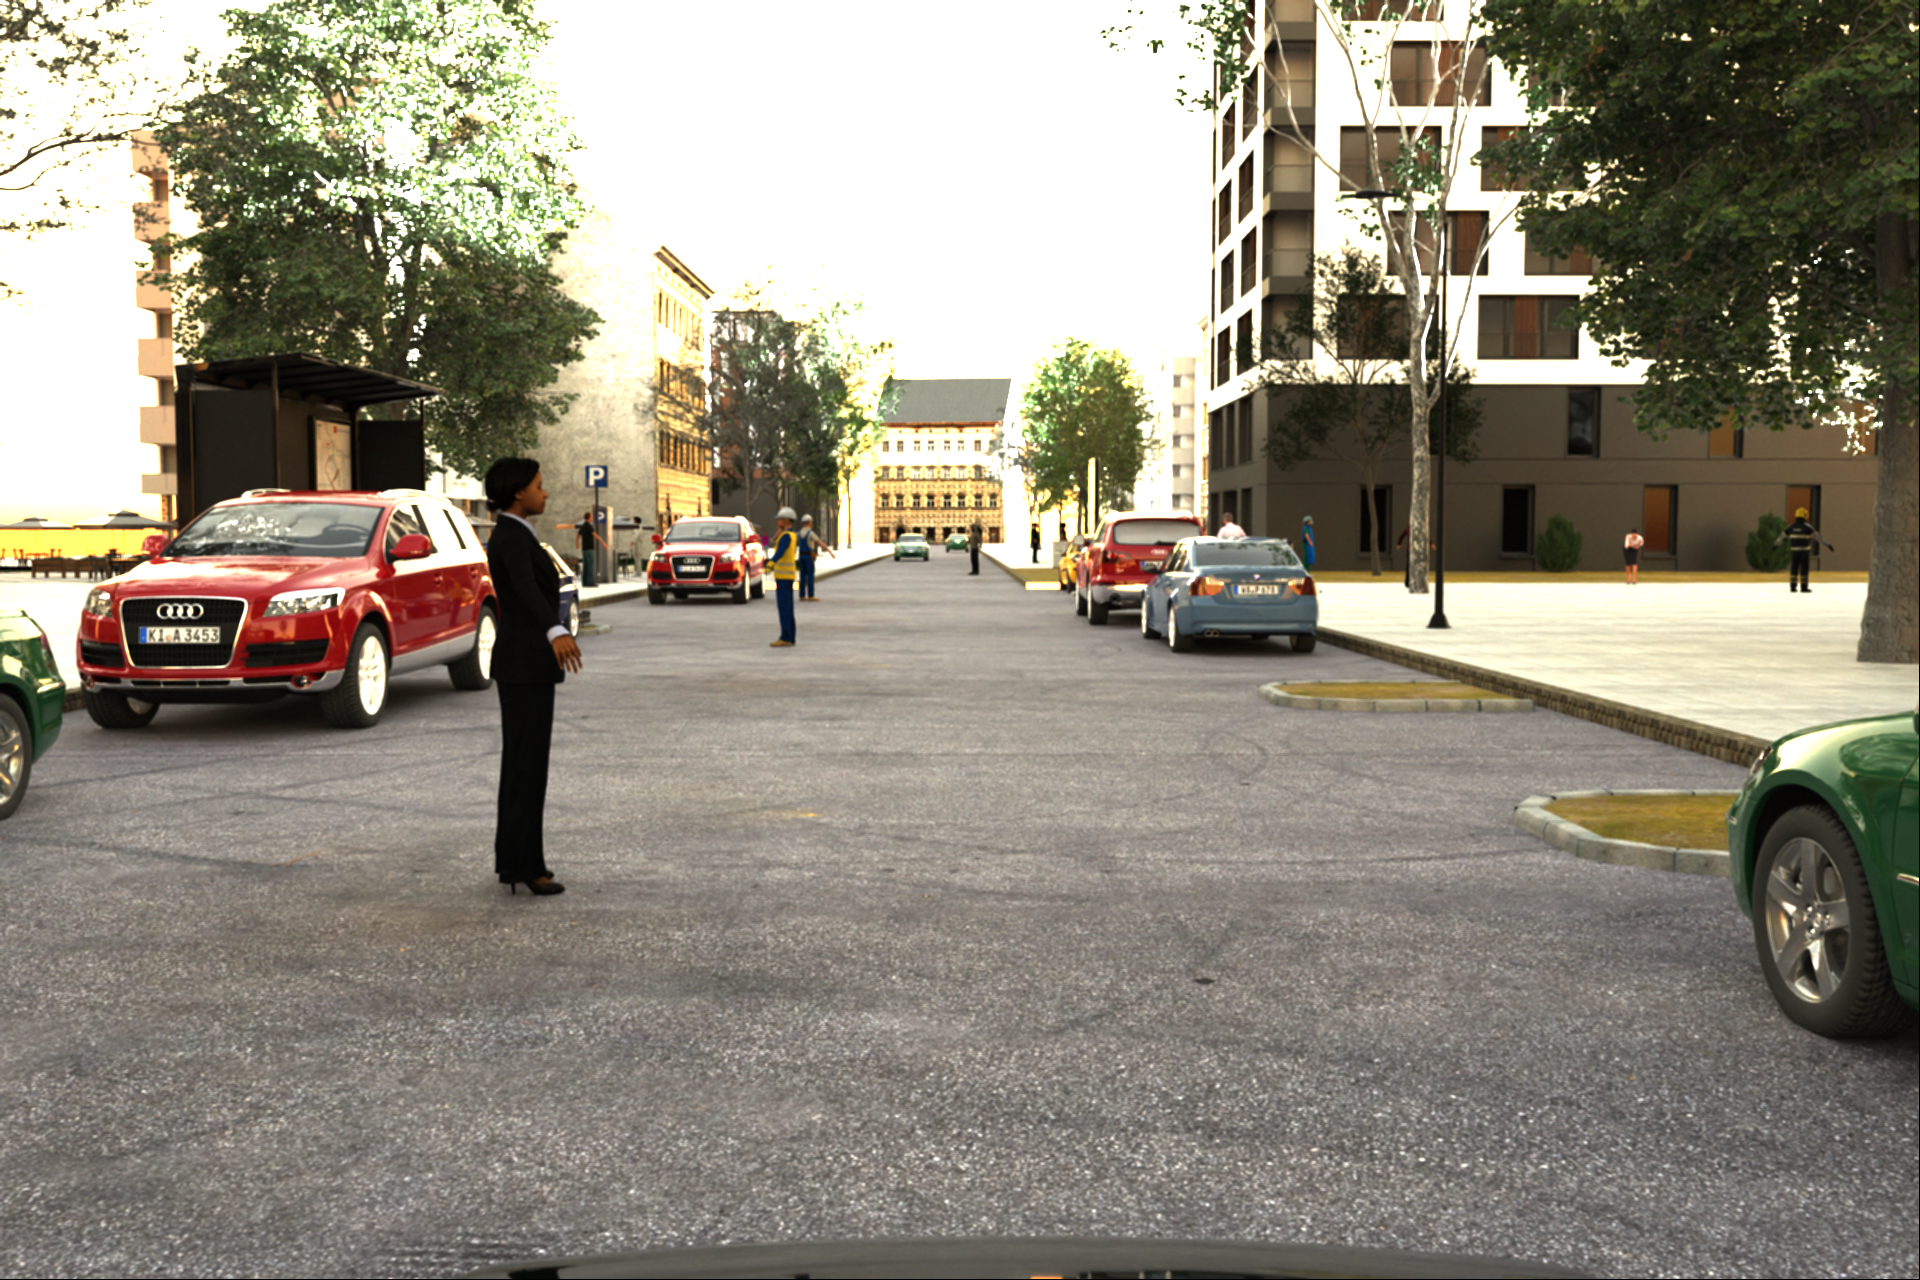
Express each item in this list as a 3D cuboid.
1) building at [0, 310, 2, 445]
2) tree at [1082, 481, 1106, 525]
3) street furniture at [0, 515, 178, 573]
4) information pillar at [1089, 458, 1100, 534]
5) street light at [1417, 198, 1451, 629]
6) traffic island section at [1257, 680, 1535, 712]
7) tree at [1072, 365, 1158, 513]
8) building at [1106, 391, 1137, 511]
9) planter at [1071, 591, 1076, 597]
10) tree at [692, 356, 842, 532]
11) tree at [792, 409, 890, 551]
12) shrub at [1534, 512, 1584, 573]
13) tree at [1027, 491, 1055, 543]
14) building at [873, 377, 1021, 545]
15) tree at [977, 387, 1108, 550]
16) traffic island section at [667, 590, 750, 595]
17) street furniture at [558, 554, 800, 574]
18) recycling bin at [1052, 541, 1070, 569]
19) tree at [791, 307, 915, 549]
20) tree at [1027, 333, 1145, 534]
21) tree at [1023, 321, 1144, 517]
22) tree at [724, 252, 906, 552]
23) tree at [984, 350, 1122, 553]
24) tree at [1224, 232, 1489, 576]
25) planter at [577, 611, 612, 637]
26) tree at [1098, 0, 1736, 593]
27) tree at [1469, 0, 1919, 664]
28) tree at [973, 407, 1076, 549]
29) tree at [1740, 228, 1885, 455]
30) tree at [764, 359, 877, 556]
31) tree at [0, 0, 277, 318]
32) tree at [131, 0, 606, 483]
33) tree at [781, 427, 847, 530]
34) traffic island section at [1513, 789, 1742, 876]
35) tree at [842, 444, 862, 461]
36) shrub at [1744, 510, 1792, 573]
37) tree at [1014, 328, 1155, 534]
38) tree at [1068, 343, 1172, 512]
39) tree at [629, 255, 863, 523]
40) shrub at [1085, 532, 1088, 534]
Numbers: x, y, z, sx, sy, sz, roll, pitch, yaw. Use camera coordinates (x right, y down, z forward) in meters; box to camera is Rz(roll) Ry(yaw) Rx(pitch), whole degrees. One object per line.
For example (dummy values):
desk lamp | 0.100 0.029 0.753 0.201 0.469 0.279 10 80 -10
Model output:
building | -31.836 -12.908 30.124 14.460 24.649 34.723 0 4 0
tree | 20.295 -19.856 242.773 7.486 12.596 7.792 0 3 0
street furniture | -33.328 -3.389 60.434 27.439 1.986 14.083 -1 4 -9
information pillar | 4.190 -3.839 54.084 0.184 3.620 1.656 0 4 -2
street light | 7.087 -3.116 23.494 1.470 5.913 1.316 0 3 0
traffic island section | 3.630 0.483 14.965 1.991 0.108 1.994 0 4 -1
tree | 6.606 -7.656 75.533 4.360 8.622 3.978 0 3 0
building | 23.844 -22.357 221.960 16.016 20.090 11.380 0 4 -1
planter | 3.591 -1.168 40.243 1.991 0.319 1.994 0 4 -1
tree | -9.558 -9.574 90.954 7.601 10.594 8.767 3 4 36
tree | -9.478 -12.689 133.227 9.928 11.665 9.643 0 3 0
shrub | 19.980 -3.269 57.867 1.690 2.028 1.600 0 3 0
tree | 11.766 -17.493 236.376 4.360 8.622 3.978 0 3 0
building | -1.504 -24.986 241.902 18.063 23.208 19.493 1 4 8
tree | 6.239 -13.873 137.187 12.009 13.543 11.850 0 3 0
traffic island section | -6.107 -1.149 41.660 1.991 0.108 1.994 0 4 -1
street furniture | -10.215 -2.590 57.971 10.072 0.657 5.734 0 4 0
recycling bin | 3.801 -3.181 64.568 0.722 1.027 0.722 0 4 0
tree | -10.783 -17.790 146.762 12.611 20.169 13.585 0 3 0
tree | 7.164 -11.035 98.554 7.486 12.596 7.792 0 3 0
tree | 4.868 -6.659 59.242 4.360 8.622 3.978 0 3 0
tree | -10.116 -16.092 118.989 12.611 20.169 13.585 0 3 0
tree | 6.668 -12.585 116.132 12.009 13.543 11.850 0 3 0
tree | 12.664 -7.268 53.243 8.767 10.594 7.601 -2 4 -29
planter | -6.101 -0.232 24.933 1.991 0.319 1.994 0 4 0
tree | 9.268 -10.991 35.594 12.611 20.169 13.585 0 3 0
tree | 9.383 -6.757 17.126 9.857 13.997 8.962 0 3 0
tree | 6.285 -14.762 151.723 12.009 13.543 11.850 0 3 0
tree | 27.371 -8.427 48.144 12.009 13.543 11.850 0 3 0
tree | -8.483 -10.821 102.683 9.928 11.665 9.643 0 3 0
tree | -12.270 -6.480 16.313 12.009 13.543 11.850 0 3 0
tree | -11.890 -7.907 35.931 9.857 13.997 8.962 0 3 0
tree | -9.256 -9.706 109.056 4.737 8.622 4.395 0 3 0
traffic island section | 3.725 0.899 8.162 1.991 0.108 1.994 0 4 -1
tree | -19.647 -23.650 242.571 12.611 20.169 13.585 0 3 0
shrub | 26.957 -3.278 57.632 1.661 2.075 1.752 0 3 0
tree | 6.312 -9.930 88.115 9.928 11.665 9.643 0 3 0
tree | 5.889 -7.172 67.627 4.360 8.622 3.978 0 3 0
tree | -9.098 -10.106 75.603 12.009 13.543 11.850 0 3 0
shrub | 5.307 -3.639 63.547 1.661 2.075 1.752 0 3 0
